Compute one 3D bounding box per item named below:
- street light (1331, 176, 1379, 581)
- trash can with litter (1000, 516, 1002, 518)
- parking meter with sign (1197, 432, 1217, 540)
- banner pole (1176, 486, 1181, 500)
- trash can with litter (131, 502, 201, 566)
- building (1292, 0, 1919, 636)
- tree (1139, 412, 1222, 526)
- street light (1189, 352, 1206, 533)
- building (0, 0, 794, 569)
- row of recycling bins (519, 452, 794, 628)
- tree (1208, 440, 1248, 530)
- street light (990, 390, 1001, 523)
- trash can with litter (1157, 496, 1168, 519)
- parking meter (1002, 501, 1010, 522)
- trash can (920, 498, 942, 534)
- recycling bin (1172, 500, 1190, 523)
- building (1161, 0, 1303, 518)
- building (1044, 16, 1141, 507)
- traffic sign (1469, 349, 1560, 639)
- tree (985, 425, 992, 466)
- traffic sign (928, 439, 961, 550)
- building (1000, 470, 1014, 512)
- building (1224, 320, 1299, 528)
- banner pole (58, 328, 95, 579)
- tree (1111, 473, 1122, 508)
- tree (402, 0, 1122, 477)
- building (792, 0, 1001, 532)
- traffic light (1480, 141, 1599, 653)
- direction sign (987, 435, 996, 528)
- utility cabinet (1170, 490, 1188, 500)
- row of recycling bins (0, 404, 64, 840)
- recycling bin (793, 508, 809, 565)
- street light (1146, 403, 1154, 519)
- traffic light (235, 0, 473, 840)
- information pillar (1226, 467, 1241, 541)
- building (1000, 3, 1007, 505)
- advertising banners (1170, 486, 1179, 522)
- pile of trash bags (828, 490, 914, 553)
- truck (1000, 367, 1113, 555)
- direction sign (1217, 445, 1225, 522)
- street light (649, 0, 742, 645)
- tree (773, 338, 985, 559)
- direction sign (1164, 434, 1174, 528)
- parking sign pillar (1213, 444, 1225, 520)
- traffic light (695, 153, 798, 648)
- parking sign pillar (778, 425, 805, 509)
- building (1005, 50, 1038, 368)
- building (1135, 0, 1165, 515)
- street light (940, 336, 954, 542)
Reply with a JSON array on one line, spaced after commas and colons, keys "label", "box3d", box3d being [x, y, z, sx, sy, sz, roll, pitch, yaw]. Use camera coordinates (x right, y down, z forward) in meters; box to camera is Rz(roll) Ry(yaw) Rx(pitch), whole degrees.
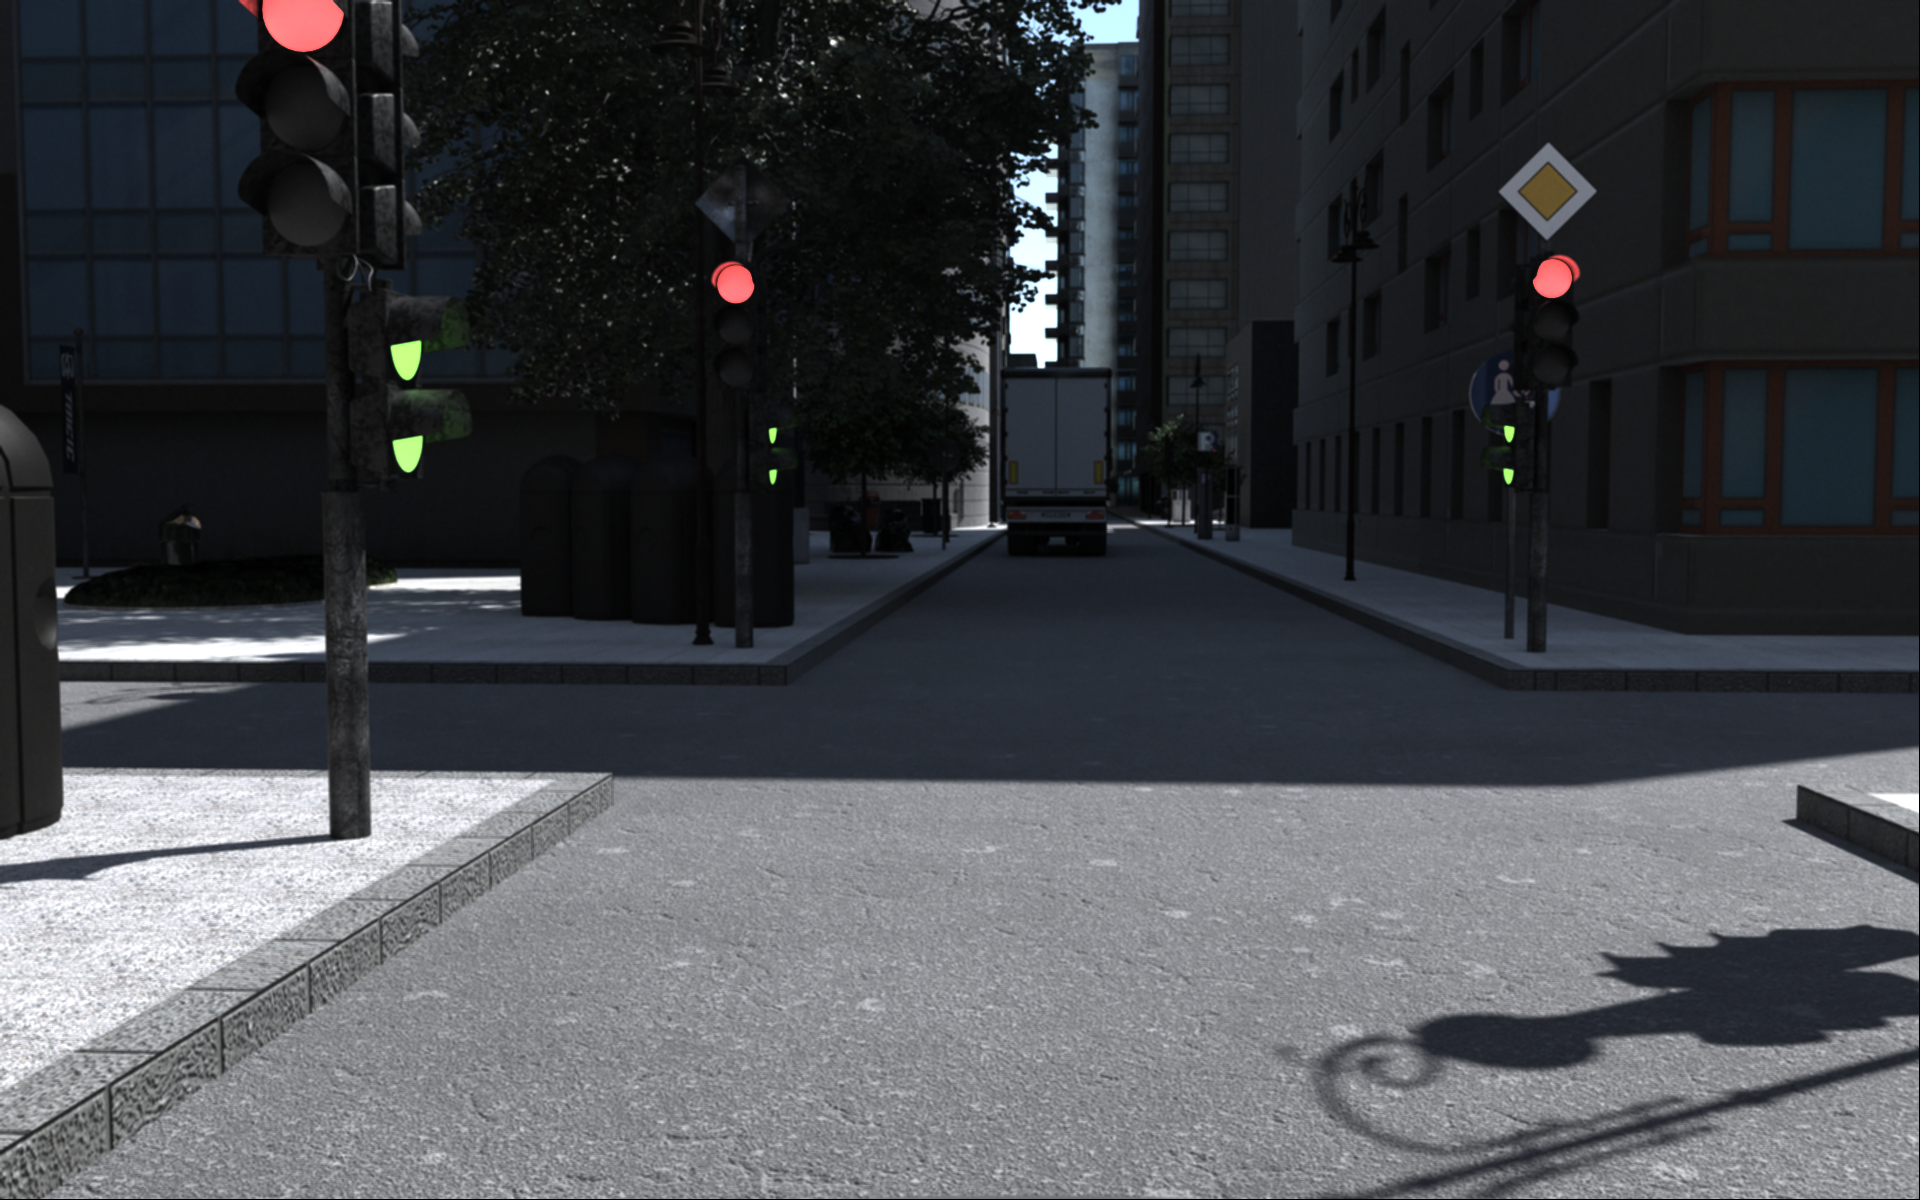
[{"label": "street light", "box3d": [5.802, -3.230, 25.593, 0.468, 5.910, 1.993, 0, 4, 3]}, {"label": "trash can with litter", "box3d": [2.008, -4.750, 89.053, 1.055, 1.170, 0.624, -1, 4, -9]}, {"label": "parking meter with sign", "box3d": [7.006, -3.244, 49.302, 0.543, 3.016, 1.738, 0, 4, 6]}, {"label": "banner pole", "box3d": [10.525, -5.761, 84.210, 0.863, 3.779, 0.401, 2, 4, 34]}, {"label": "trash can with litter", "box3d": [-11.439, -0.820, 24.801, 1.055, 1.170, 0.624, -2, 4, -25]}, {"label": "building", "box3d": [21.880, -11.190, 27.995, 28.899, 21.520, 27.650, 0, 4, 3]}, {"label": "tree", "box3d": [8.854, -5.226, 69.154, 4.285, 4.588, 4.351, 0, 3, 0]}, {"label": "street light", "box3d": [7.742, -5.124, 56.558, 0.468, 5.910, 1.993, 0, 4, 3]}, {"label": "building", "box3d": [-11.451, -23.559, 35.304, 14.600, 45.320, 14.200, 0, 4, 3]}, {"label": "row of recycling bins", "box3d": [-3.152, -0.644, 17.639, 3.534, 1.692, 1.069, 2, 4, 34]}, {"label": "tree", "box3d": [9.225, -4.088, 61.448, 1.663, 3.219, 1.824, 0, 3, 0]}, {"label": "street light", "box3d": [1.599, -6.362, 76.811, 0.468, 5.910, 1.993, 0, 4, 3]}, {"label": "trash can with litter", "box3d": [10.435, -4.637, 87.206, 0.624, 1.170, 1.055, 3, 5, 44]}, {"label": "parking meter", "box3d": [2.117, -4.503, 79.333, 0.255, 1.863, 0.399, 1, 4, 21]}, {"label": "trash can", "box3d": [-0.935, -2.735, 56.364, 0.748, 1.137, 0.748, 0, 3, 0]}, {"label": "recycling bin", "box3d": [9.977, -4.011, 78.137, 0.722, 1.027, 0.722, 0, 4, -2]}, {"label": "building", "box3d": [18.371, -25.285, 96.997, 14.154, 41.232, 14.086, 0, 4, 3]}, {"label": "building", "box3d": [24.305, -34.515, 183.936, 30.456, 49.044, 23.786, 0, 4, 3]}, {"label": "traffic sign", "box3d": [4.877, -0.929, 15.302, 0.768, 2.556, 0.104, 1, 4, 11]}, {"label": "tree", "box3d": [-0.801, -4.203, 52.434, 4.285, 4.588, 4.351, 0, 3, 0]}, {"label": "traffic sign", "box3d": [-0.370, -2.425, 39.754, 0.768, 2.556, 0.104, 1, 4, 11]}, {"label": "building", "box3d": [-11.850, -26.852, 130.903, 32.217, 40.220, 23.993, 0, 4, 3]}, {"label": "building", "box3d": [21.677, -45.489, 56.421, 22.319, 86.520, 31.000, 0, 4, 3]}, {"label": "banner pole", "box3d": [-13.248, -2.197, 25.935, 0.401, 3.779, 0.863, 0, 4, -2]}, {"label": "tree", "box3d": [13.748, -9.890, 156.302, 1.663, 3.219, 1.824, 0, 3, 0]}, {"label": "tree", "box3d": [-2.807, -7.006, 21.212, 9.857, 13.997, 8.962, 0, 3, 0]}, {"label": "building", "box3d": [-9.357, -32.293, 69.992, 21.231, 58.520, 28.212, 0, 4, 3]}, {"label": "traffic light", "box3d": [4.667, -1.532, 13.968, 0.839, 4.253, 0.868, 0, 4, 3]}, {"label": "direction sign", "box3d": [1.221, -4.556, 66.480, 0.379, 3.537, 0.876, 0, 4, 1]}, {"label": "utility cabinet", "box3d": [11.175, -4.894, 88.700, 1.173, 1.500, 0.318, -3, 5, -43]}, {"label": "row of recycling bins", "box3d": [-5.231, 0.013, 6.901, 3.534, 1.692, 1.069, 1, 4, 10]}, {"label": "recycling bin", "box3d": [-3.250, -1.175, 31.761, 0.722, 1.027, 0.722, 3, 4, 39]}, {"label": "street light", "box3d": [9.692, -7.071, 88.404, 0.468, 5.910, 1.993, 0, 4, 3]}, {"label": "traffic light", "box3d": [-2.268, -1.067, 6.373, 0.839, 4.253, 0.868, 0, 4, 3]}, {"label": "information pillar", "box3d": [7.449, -2.615, 47.249, 0.304, 2.012, 0.304, 2, 4, 32]}, {"label": "building", "box3d": [-6.810, -32.421, 153.782, 21.600, 48.544, 21.300, 0, 4, 3]}, {"label": "advertising banners", "box3d": [9.951, -5.138, 80.198, 0.090, 3.025, 2.074, 1, 4, 19]}, {"label": "pile of trash bags", "box3d": [-2.049, -1.821, 39.528, 1.912, 1.369, 3.447, 0, 4, -3]}, {"label": "truck", "box3d": [2.526, -3.371, 44.036, 2.839, 4.237, 11.283, 0, 4, 4]}, {"label": "direction sign", "box3d": [12.075, -5.383, 80.013, 0.876, 3.537, 0.379, 1, 4, 8]}, {"label": "street light", "box3d": [-2.194, -2.558, 14.613, 0.468, 5.910, 1.993, 0, 4, 3]}, {"label": "tree", "box3d": [-2.028, -3.124, 34.789, 4.285, 4.588, 4.351, 0, 3, 0]}, {"label": "direction sign", "box3d": [7.987, -4.534, 66.133, 0.379, 3.537, 0.876, 2, 4, 27]}, {"label": "parking sign pillar", "box3d": [12.936, -5.971, 86.103, 1.447, 3.967, 1.447, 2, 4, 33]}, {"label": "traffic light", "box3d": [-1.783, -1.555, 14.343, 0.839, 4.253, 0.868, 0, 4, 3]}, {"label": "parking sign pillar", "box3d": [-5.359, -3.941, 52.912, 1.447, 3.967, 1.447, 3, 4, 39]}, {"label": "building", "box3d": [-7.250, -53.267, 183.585, 31.000, 86.520, 22.319, 0, 4, 3]}, {"label": "building", "box3d": [20.053, -29.055, 125.156, 14.600, 45.320, 14.200, 0, 4, 3]}, {"label": "street light", "box3d": [-0.345, -4.468, 45.846, 0.468, 5.910, 1.993, 0, 4, 3]}]
